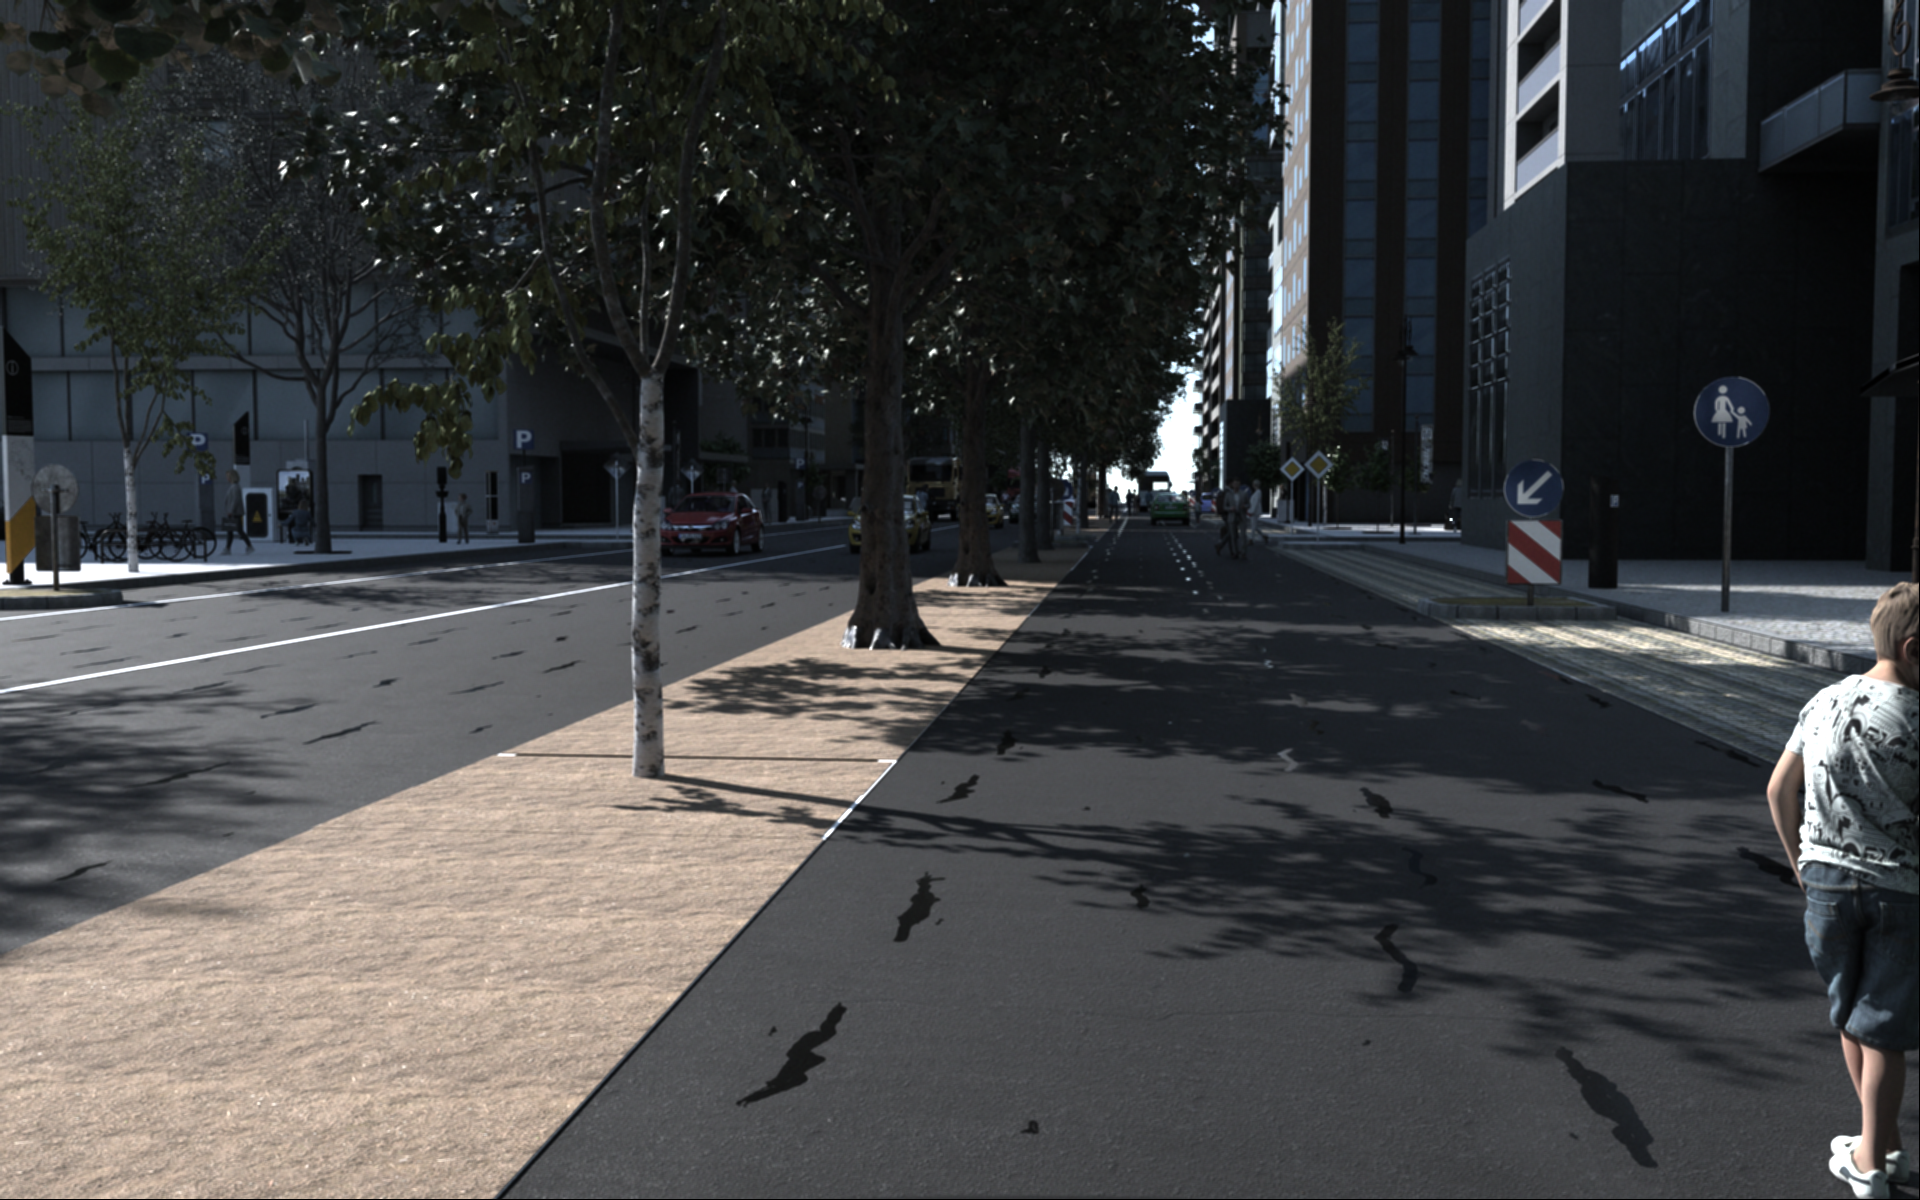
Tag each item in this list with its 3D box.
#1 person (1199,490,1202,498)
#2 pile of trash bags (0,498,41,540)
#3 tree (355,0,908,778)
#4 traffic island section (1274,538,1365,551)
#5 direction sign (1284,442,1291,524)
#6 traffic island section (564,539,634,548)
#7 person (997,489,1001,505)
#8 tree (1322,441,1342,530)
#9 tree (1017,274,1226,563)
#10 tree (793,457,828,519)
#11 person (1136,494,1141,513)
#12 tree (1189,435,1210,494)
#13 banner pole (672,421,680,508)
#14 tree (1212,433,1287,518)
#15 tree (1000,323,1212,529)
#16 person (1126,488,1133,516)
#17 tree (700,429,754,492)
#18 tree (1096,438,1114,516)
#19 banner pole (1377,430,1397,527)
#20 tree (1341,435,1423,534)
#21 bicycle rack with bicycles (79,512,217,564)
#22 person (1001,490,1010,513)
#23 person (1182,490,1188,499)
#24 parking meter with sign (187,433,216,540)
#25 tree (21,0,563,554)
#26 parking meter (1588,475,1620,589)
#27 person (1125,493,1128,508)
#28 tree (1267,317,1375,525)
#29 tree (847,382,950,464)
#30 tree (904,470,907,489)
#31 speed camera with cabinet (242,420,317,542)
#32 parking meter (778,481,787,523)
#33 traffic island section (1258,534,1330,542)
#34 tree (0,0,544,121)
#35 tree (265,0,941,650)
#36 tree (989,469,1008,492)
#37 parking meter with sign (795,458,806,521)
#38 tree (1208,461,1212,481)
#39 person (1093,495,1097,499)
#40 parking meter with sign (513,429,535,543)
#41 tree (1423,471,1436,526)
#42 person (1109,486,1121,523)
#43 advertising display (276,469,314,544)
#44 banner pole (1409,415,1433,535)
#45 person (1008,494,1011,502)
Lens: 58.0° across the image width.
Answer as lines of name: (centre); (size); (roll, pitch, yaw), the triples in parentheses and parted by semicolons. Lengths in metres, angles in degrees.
person: (26.106, -11.050, 187.520); (0.445, 1.727, 0.742); (-2, 4, -28)
pile of trash bags: (-26.401, -2.338, 47.976); (1.912, 1.369, 3.447); (0, 4, -1)
tree: (-1.592, -3.421, 8.745); (4.737, 8.622, 4.395); (0, 3, 0)
traffic island section: (9.431, -1.417, 45.450); (2.009, 0.180, 2.903); (0, 4, 6)
direction sign: (14.309, -5.108, 75.506); (0.379, 3.537, 0.876); (1, 4, 21)
traffic island section: (-9.408, -1.537, 47.416); (2.009, 0.180, 2.903); (0, 4, 6)
person: (4.618, -12.152, 204.353); (1.348, 1.869, 0.705); (1, 4, 18)
tree: (13.909, -4.188, 63.074); (1.663, 3.219, 1.824); (0, 3, 0)
tree: (1.469, -7.004, 35.100); (7.486, 12.596, 7.792); (0, 3, 0)
tree: (-7.555, -5.808, 89.559); (1.663, 3.219, 1.824); (0, 3, 0)
person: (13.608, -7.378, 132.355); (0.421, 1.427, 0.697); (1, 4, 10)
tree: (29.692, -15.923, 210.701); (4.737, 8.622, 4.395); (0, 3, 0)
banner pole: (-9.731, -4.251, 59.514); (0.401, 3.779, 0.863); (0, 4, 8)
tree: (16.856, -6.727, 93.707); (4.285, 4.588, 4.351); (0, 3, 0)
tree: (5.893, -10.438, 83.487); (12.009, 13.543, 11.850); (0, 3, 0)
person: (11.049, -6.373, 112.875); (0.419, 1.800, 0.721); (2, 4, 29)
tree: (-12.174, -6.384, 88.091); (4.285, 4.588, 4.351); (0, 3, 0)
tree: (4.238, -6.690, 62.202); (4.737, 8.622, 4.395); (0, 3, 0)
banner pole: (16.776, -4.775, 68.095); (0.863, 3.779, 0.401); (2, 4, 25)
tree: (13.802, -3.799, 56.719); (1.663, 3.219, 1.824); (0, 3, 0)
bicycle rack with bicycles: (-15.705, -1.210, 33.163); (2.925, 0.926, 2.852); (-2, 4, -29)
person: (3.511, -7.593, 133.576); (0.756, 1.711, 0.436); (0, 4, 4)
person: (21.319, -9.598, 165.517); (1.348, 1.812, 0.705); (-2, 4, -34)
parking meter with sign: (-21.234, -3.201, 48.593); (0.543, 3.016, 1.738); (-2, 4, -32)
tree: (-13.761, -7.752, 37.123); (12.009, 13.543, 11.850); (0, 3, 0)
parking meter: (8.790, -0.931, 23.640); (0.372, 1.533, 0.369); (0, 3, 0)
person: (16.757, -9.985, 171.699); (0.705, 1.831, 1.348); (3, 5, 44)
tree: (14.832, -7.398, 71.313); (4.737, 8.622, 4.395); (0, 3, 0)
tree: (-4.450, -11.604, 124.131); (8.767, 10.594, 7.601); (1, 4, 18)
tree: (-4.011, -7.604, 118.922); (1.663, 3.219, 1.824); (0, 3, 0)
speed camera with cabinet: (-18.069, -3.165, 46.092); (2.038, 3.252, 0.660); (1, 4, 15)
parking meter: (-8.005, -4.428, 78.112); (0.255, 1.863, 0.399); (2, 4, 26)
traffic island section: (10.261, -1.903, 53.392); (2.009, 0.180, 2.903); (0, 4, 6)
tree: (-2.496, -5.633, 1.215); (9.857, 13.997, 8.962); (0, 3, 0)
tree: (-0.713, -5.894, 15.829); (9.611, 12.733, 9.660); (0, 3, 0)
tree: (5.095, -13.698, 207.679); (4.285, 4.588, 4.351); (0, 3, 0)
parking meter with sign: (-7.663, -5.305, 82.992); (0.543, 3.016, 1.738); (0, 4, -4)
tree: (20.827, -9.177, 133.756); (4.285, 4.588, 4.351); (0, 3, 0)
person: (12.309, -8.889, 154.558); (1.217, 1.735, 0.721); (-3, 5, -40)
parking meter with sign: (-11.506, -3.030, 45.798); (0.543, 3.016, 1.738); (-1, 4, -15)
tree: (18.540, -4.609, 69.956); (1.663, 3.219, 1.824); (0, 3, 0)
person: (7.612, -4.695, 85.130); (0.638, 1.841, 0.748); (0, 4, -7)
advertising display: (-17.236, -2.428, 44.919); (0.974, 1.923, 0.123); (1, 4, 11)
banner pole: (14.596, -3.957, 54.712); (0.401, 3.779, 0.863); (-3, 5, -39)
person: (4.495, -8.904, 157.347); (0.557, 1.426, 1.065); (1, 4, 21)
